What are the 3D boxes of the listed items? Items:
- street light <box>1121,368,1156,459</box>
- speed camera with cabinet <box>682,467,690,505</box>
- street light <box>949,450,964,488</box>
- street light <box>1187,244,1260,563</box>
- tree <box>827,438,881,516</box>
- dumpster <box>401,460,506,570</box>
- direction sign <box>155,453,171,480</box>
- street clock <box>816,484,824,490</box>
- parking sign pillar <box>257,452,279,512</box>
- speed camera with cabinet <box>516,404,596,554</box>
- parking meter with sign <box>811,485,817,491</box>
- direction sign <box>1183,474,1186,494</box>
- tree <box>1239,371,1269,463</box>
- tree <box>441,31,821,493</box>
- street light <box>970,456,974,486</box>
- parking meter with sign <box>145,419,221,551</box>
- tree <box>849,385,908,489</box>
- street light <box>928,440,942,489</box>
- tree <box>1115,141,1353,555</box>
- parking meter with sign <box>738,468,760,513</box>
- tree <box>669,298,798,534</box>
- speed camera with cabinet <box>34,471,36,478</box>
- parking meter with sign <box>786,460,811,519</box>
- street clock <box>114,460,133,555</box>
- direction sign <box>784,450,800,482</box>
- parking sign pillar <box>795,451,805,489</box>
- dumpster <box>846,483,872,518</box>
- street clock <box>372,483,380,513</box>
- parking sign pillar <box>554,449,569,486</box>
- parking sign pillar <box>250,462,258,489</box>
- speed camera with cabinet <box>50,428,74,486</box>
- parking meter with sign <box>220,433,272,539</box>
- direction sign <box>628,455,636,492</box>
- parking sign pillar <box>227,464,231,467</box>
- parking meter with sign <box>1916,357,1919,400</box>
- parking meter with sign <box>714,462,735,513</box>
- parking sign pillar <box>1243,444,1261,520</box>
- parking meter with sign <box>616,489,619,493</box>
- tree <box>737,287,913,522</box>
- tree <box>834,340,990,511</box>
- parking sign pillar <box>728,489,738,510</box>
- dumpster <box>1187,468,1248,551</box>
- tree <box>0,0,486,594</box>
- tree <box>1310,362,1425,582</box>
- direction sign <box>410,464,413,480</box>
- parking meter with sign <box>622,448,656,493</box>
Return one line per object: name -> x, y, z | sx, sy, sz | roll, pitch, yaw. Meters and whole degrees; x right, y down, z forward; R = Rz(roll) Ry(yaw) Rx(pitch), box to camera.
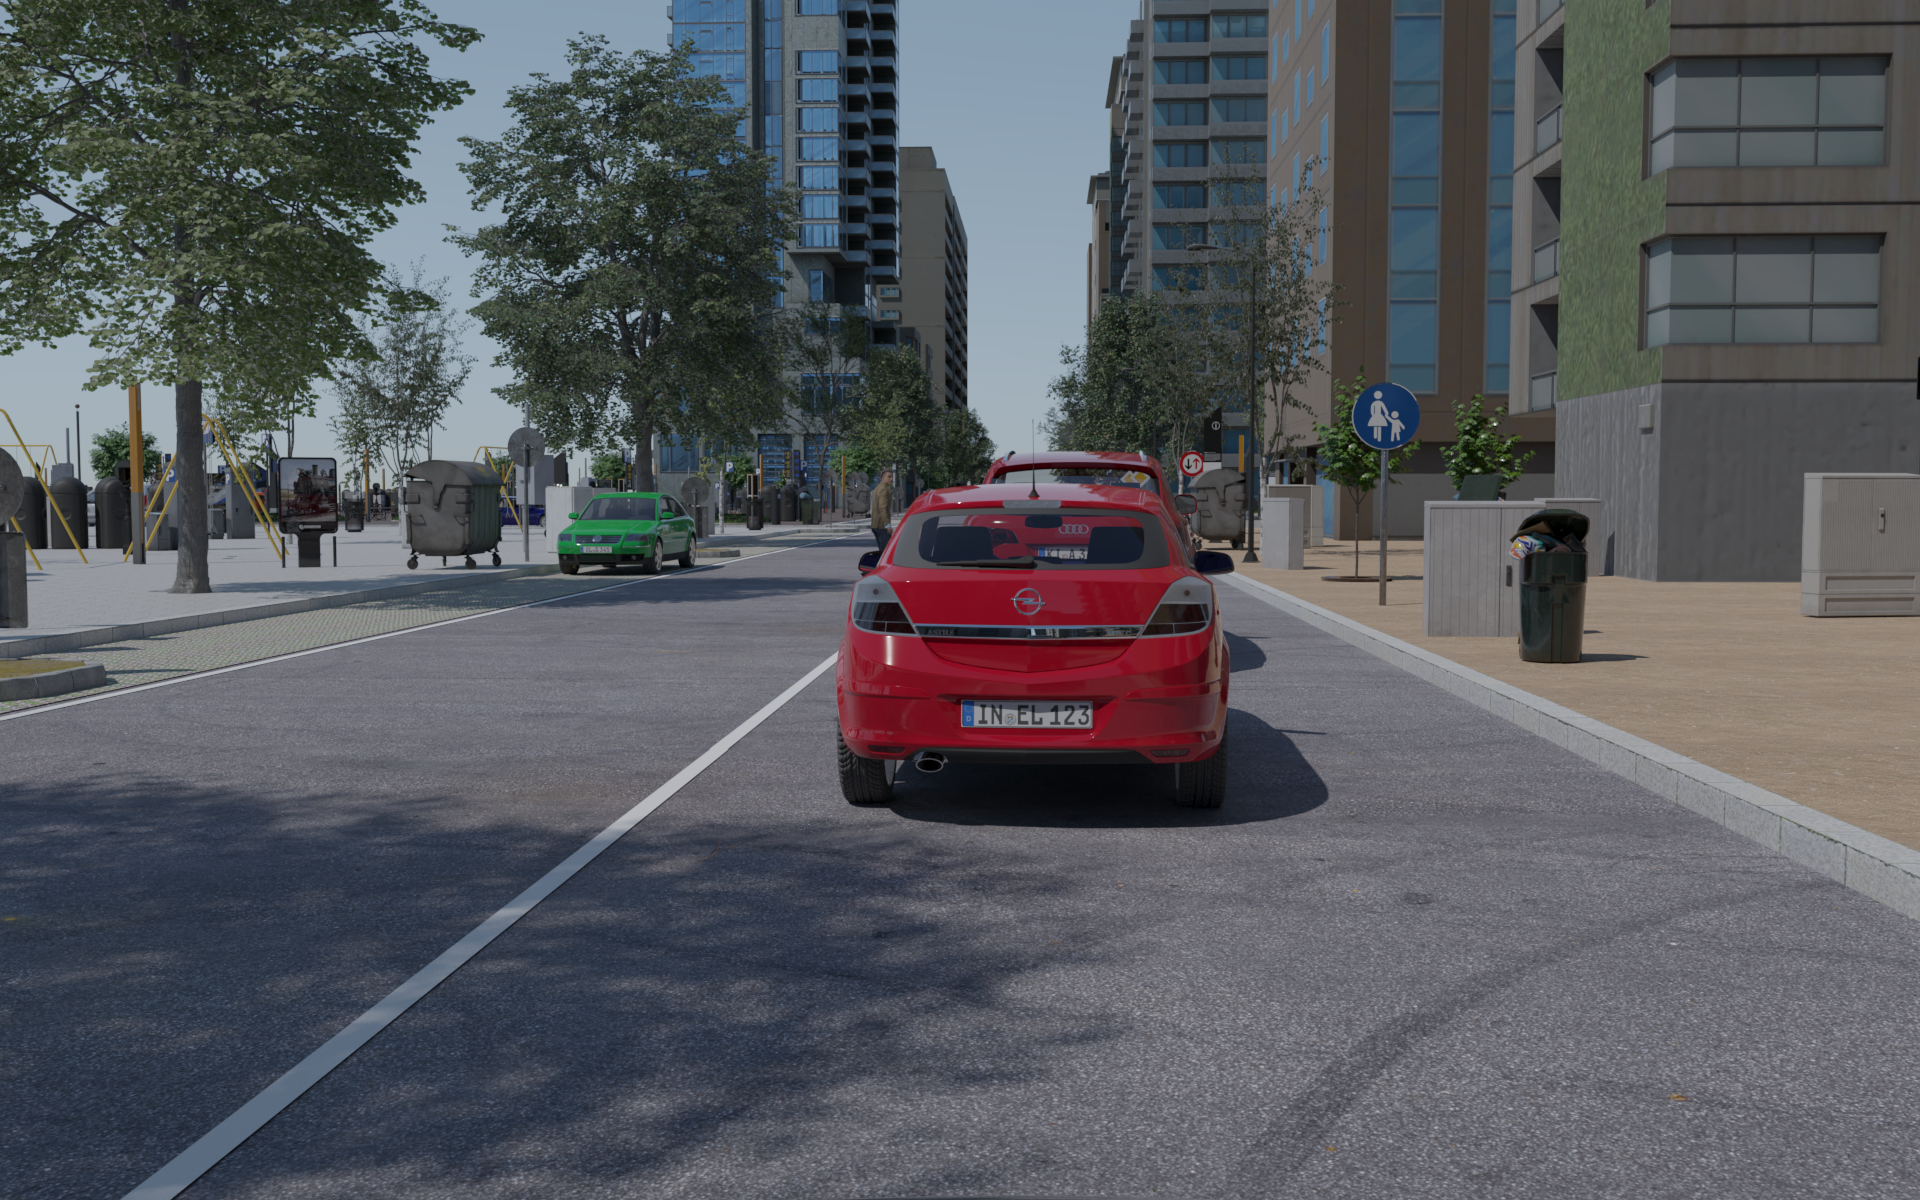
street light -> 6.655, -5.594, 64.010 | 1.470, 5.913, 1.316 | 0, 4, 3
speed camera with cabinet -> -19.597, -8.104, 126.831 | 0.660, 3.252, 2.038 | 2, 4, 25
street light -> -0.601, -12.730, 180.677 | 1.470, 5.913, 1.316 | 0, 4, 3
street light -> 4.909, -3.656, 32.311 | 1.470, 5.913, 1.316 | 0, 4, 3
tree -> -6.200, -7.211, 101.615 | 4.285, 4.588, 4.351 | 0, 3, 0
dumpster -> -8.755, -1.481, 29.980 | 1.264, 1.857, 1.865 | 0, 4, 3
direction sign -> -44.394, -6.397, 96.595 | 0.876, 3.537, 0.379 | 0, 4, -1
street clock -> -9.465, -6.889, 117.202 | 0.471, 2.002, 0.358 | -2, 4, -23
parking sign pillar -> -39.723, -6.886, 101.057 | 1.447, 3.967, 1.447 | 1, 4, 13
speed camera with cabinet -> -8.822, -2.651, 37.675 | 2.038, 3.252, 0.660 | 3, 5, 40
parking meter with sign -> -12.024, -8.854, 141.017 | 0.543, 3.016, 1.738 | 3, 5, 41
direction sign -> 18.106, -9.066, 140.229 | 0.379, 3.537, 0.876 | 2, 4, 26
tree -> 18.799, -9.347, 103.192 | 4.737, 8.622, 4.395 | 0, 3, 0
tree -> -8.699, -8.575, 46.849 | 9.857, 13.997, 8.962 | 0, 3, 0
street light -> 0.989, -14.669, 212.383 | 1.470, 5.913, 1.316 | 0, 4, 3
parking meter with sign -> -17.898, -2.658, 39.719 | 0.543, 3.016, 1.738 | 1, 4, 18
tree -> -5.242, -10.044, 114.577 | 4.737, 8.622, 4.395 | 0, 3, 0
street light -> -2.155, -10.791, 148.969 | 1.470, 5.913, 1.316 | 0, 4, 3
tree -> 6.197, -5.224, 35.779 | 4.360, 8.622, 3.978 | 0, 3, 0
parking meter with sign -> -14.223, -7.373, 116.815 | 0.543, 3.016, 1.738 | 3, 5, 44
tree -> -7.626, -6.477, 56.269 | 4.737, 8.622, 4.395 | 0, 3, 0
speed camera with cabinet -> -63.892, -7.629, 119.066 | 0.660, 3.252, 2.038 | -3, 4, -39
parking meter with sign -> -8.618, -5.708, 89.584 | 0.543, 3.016, 1.738 | -3, 5, -43
street clock -> -17.592, -1.961, 36.628 | 0.471, 2.002, 0.358 | 1, 4, 14
direction sign -> -8.551, -5.882, 88.164 | 0.876, 3.537, 0.379 | 2, 4, 25
parking sign pillar -> -10.140, -7.380, 109.130 | 1.447, 3.967, 1.447 | -1, 4, -19
dumpster -> -5.414, -5.311, 92.592 | 1.264, 1.857, 1.865 | 0, 4, 3
street clock -> -37.381, -6.508, 110.970 | 0.358, 2.002, 0.471 | 2, 4, 25
parking sign pillar -> -24.323, -7.112, 104.755 | 1.447, 3.967, 1.447 | 1, 4, 17
parking sign pillar -> -55.636, -9.123, 137.627 | 1.447, 3.967, 1.447 | -2, 4, -27
speed camera with cabinet -> -27.084, -3.541, 52.236 | 0.660, 3.252, 2.038 | -2, 4, -27
parking meter with sign -> -20.583, -3.253, 49.444 | 1.738, 3.016, 0.543 | -3, 5, -44
direction sign -> -18.808, -6.591, 99.756 | 0.876, 3.537, 0.379 | 0, 4, -3
parking sign pillar -> -60.929, -9.607, 145.547 | 1.447, 3.967, 1.447 | -3, 4, -36
parking meter with sign -> 12.824, -1.539, 21.429 | 0.543, 3.016, 1.738 | -2, 4, -35
parking meter with sign -> -12.862, -5.921, 93.061 | 0.543, 3.016, 1.738 | 2, 4, 31
parking sign pillar -> 14.121, -5.932, 85.459 | 1.447, 3.967, 1.447 | 2, 4, 25
parking meter with sign -> -29.344, -9.285, 148.064 | 0.543, 3.016, 1.738 | 1, 4, 18
tree -> -6.461, -8.829, 78.769 | 8.767, 10.594, 7.601 | 0, 4, -6
tree -> -4.674, -13.003, 129.604 | 9.611, 12.733, 9.660 | 0, 3, 0
parking sign pillar -> -18.949, -9.428, 142.615 | 1.447, 3.967, 1.447 | 1, 4, 11
dumpster -> 5.956, -2.095, 40.004 | 1.264, 1.857, 1.865 | 0, 4, 3
tree -> -10.168, -6.382, 22.471 | 7.486, 12.596, 7.792 | 0, 3, 0
tree -> 6.007, -1.893, 25.560 | 1.663, 3.219, 1.824 | 0, 3, 0
direction sign -> -36.439, -7.528, 115.087 | 0.379, 3.537, 0.876 | 0, 4, -7
parking meter with sign -> -11.879, -4.236, 65.517 | 1.738, 3.016, 0.543 | 1, 4, 20
